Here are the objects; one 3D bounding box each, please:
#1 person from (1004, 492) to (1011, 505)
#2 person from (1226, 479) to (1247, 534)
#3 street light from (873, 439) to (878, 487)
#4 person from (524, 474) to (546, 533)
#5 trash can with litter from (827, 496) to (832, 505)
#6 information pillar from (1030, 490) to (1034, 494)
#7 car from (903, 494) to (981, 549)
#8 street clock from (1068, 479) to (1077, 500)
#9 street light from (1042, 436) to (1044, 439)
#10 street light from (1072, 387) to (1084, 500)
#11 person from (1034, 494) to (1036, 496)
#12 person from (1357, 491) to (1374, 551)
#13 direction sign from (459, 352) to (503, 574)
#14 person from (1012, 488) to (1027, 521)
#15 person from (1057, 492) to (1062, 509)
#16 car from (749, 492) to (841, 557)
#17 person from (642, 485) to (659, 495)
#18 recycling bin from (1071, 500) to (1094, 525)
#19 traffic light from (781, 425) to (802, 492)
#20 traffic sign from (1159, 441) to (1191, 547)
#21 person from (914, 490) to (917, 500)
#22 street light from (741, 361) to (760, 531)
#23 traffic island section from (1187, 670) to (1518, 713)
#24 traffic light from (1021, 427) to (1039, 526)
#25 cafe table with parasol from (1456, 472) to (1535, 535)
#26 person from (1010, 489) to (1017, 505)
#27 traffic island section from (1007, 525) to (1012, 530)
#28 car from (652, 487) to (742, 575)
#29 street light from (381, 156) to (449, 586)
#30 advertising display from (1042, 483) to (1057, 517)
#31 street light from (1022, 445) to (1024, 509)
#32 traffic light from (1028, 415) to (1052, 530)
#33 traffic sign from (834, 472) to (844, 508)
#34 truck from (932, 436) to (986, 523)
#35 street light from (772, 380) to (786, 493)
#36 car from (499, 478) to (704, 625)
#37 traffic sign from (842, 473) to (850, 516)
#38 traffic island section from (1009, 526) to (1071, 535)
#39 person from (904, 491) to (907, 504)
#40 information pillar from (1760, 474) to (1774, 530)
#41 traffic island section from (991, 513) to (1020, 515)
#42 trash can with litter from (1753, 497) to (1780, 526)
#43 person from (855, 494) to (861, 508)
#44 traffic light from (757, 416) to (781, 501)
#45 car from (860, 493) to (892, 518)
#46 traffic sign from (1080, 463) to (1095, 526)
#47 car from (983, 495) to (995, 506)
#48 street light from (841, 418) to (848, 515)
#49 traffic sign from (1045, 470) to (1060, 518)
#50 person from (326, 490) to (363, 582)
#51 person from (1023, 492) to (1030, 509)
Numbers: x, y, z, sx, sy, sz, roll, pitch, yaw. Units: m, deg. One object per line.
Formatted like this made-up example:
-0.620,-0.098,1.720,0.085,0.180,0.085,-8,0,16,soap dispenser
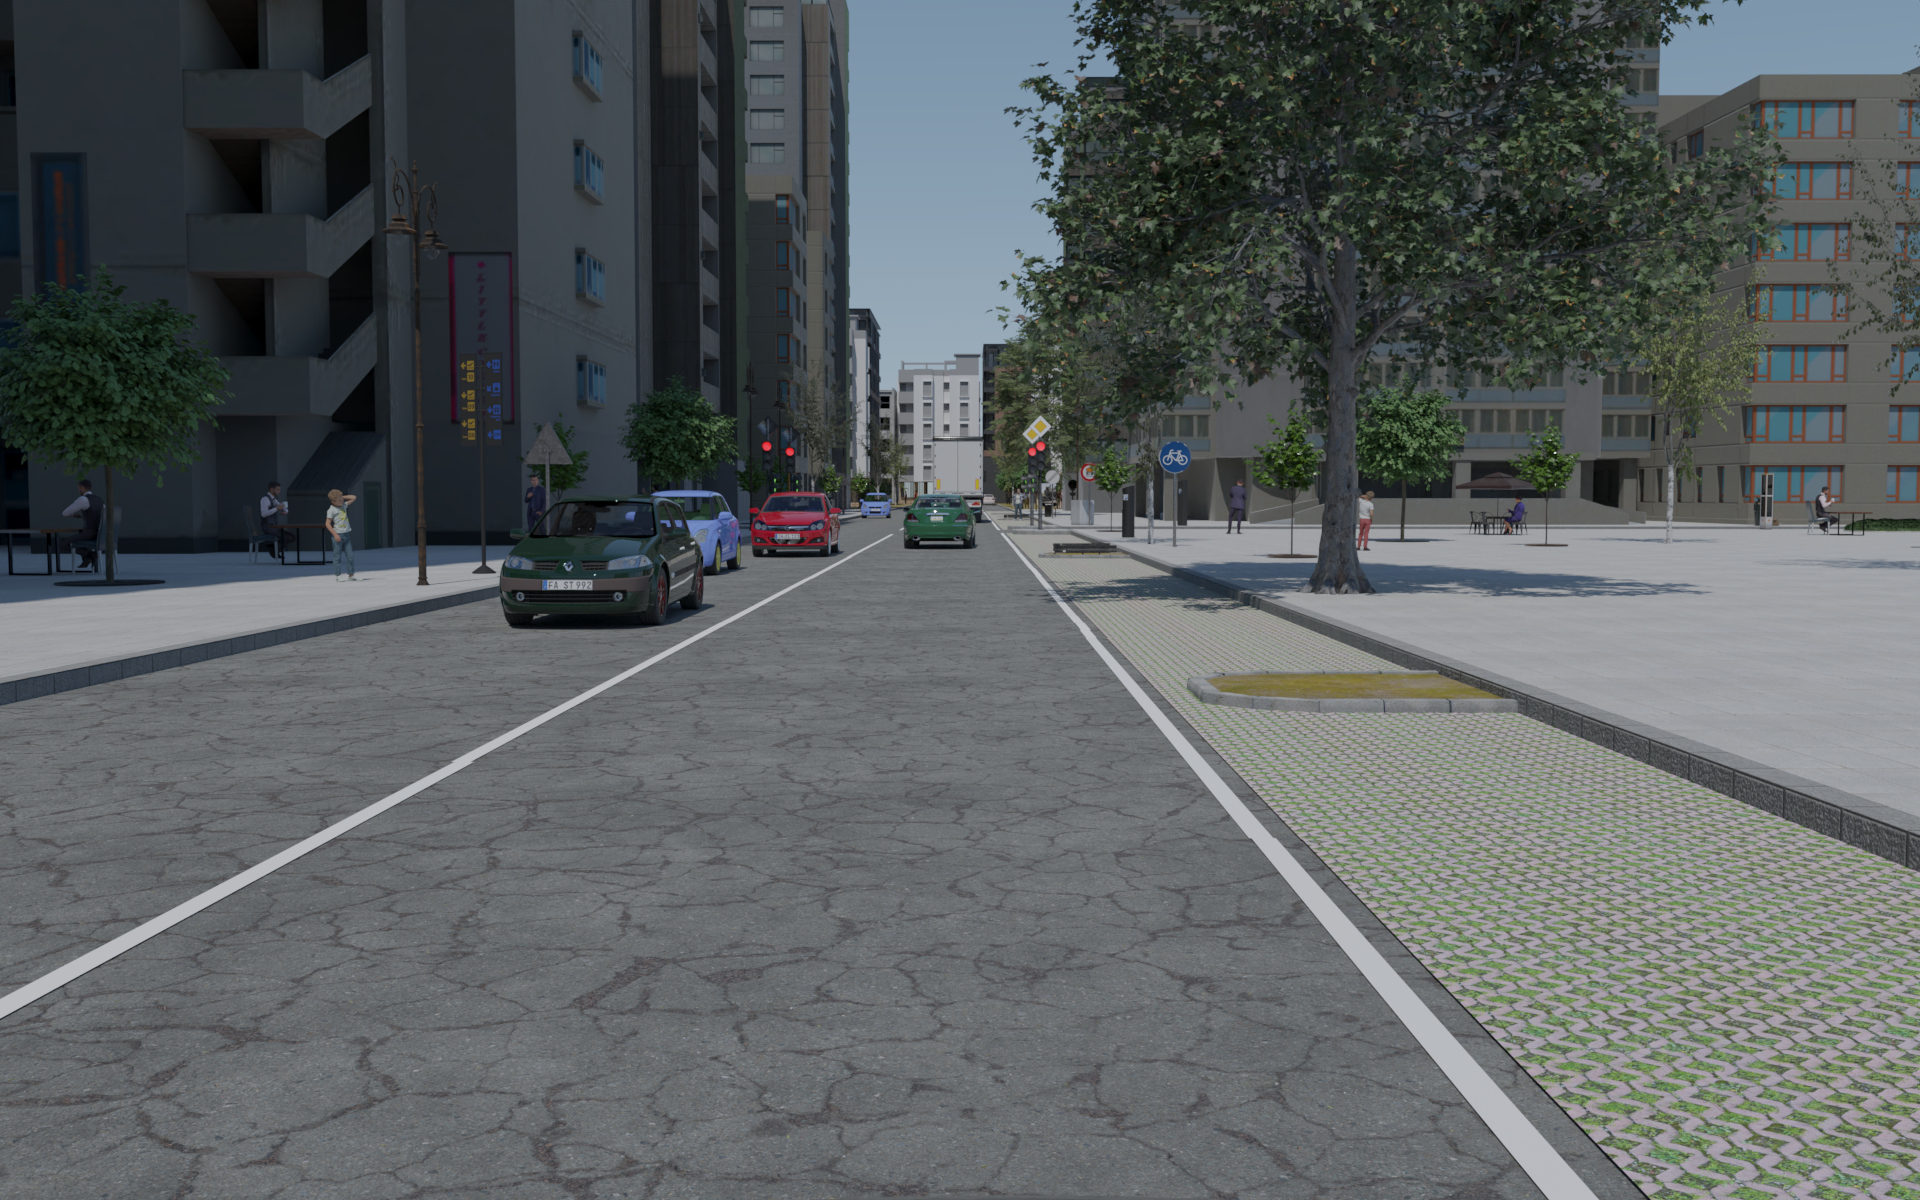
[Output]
5.966,-12.575,211.786,1.348,1.807,0.705,-1,4,-10,person
8.875,-3.001,55.553,0.683,1.767,0.568,1,4,16,person
-6.897,-10.343,141.889,0.468,5.910,1.993,0,4,0,street light
-9.343,-1.905,38.108,0.541,1.710,0.530,2,4,30,person
-7.206,-4.923,91.885,0.624,1.170,1.055,-2,4,-30,trash can with litter
5.689,-8.138,137.551,0.304,2.012,0.304,0,4,6,information pillar
-0.520,-2.145,46.877,2.131,1.459,4.920,0,4,2,car
5.591,-4.975,85.910,0.471,2.002,0.358,0,4,-2,street clock
5.133,-8.355,109.392,0.468,5.910,1.993,0,4,0,street light
5.038,-6.198,74.122,0.468,5.910,1.993,0,4,0,street light
6.793,-9.476,161.654,0.721,1.739,1.217,3,5,42,person
9.162,-1.790,39.217,0.435,1.345,0.340,2,4,25,person
-7.689,-2.194,27.875,0.876,3.537,0.379,2,4,27,direction sign
3.128,-5.076,92.219,0.841,1.734,0.376,2,4,26,person
8.455,-8.645,147.913,1.217,1.766,0.721,-2,4,-34,person
-3.847,-1.950,40.916,2.155,1.783,4.494,0,4,0,car
-11.212,-3.378,62.738,0.566,1.644,0.517,2,4,34,person
5.085,-3.626,71.845,0.722,1.027,0.722,-2,4,-31,recycling bin
-6.811,-4.953,69.907,0.839,4.253,0.868,0,4,0,traffic light
5.200,-2.558,41.922,0.768,2.556,0.104,0,4,6,traffic sign
-4.379,-9.884,170.045,0.705,1.831,1.348,-1,4,-8,person
-7.292,-5.357,60.377,0.468,5.910,1.993,0,4,0,street light
2.646,0.649,12.262,1.991,0.108,1.994,0,4,0,traffic island section
2.891,-4.951,69.877,0.839,4.253,0.868,0,4,0,traffic light
16.858,-3.022,54.281,2.610,1.966,2.610,1,4,11,cafe table with parasol
5.716,-10.605,179.448,1.348,1.823,0.705,-2,4,-27,person
2.931,-2.918,69.991,2.009,0.180,2.903,0,4,0,traffic island section
-5.059,-1.350,31.660,1.945,1.707,3.694,0,4,1,car
-7.549,-3.142,24.163,0.468,5.910,1.993,0,4,0,street light
4.891,-5.575,96.363,0.974,1.923,0.123,-1,4,-12,advertising display
5.258,-10.512,144.662,0.468,5.910,1.993,0,4,0,street light
2.852,-4.463,61.892,0.839,4.253,0.868,0,4,0,traffic light
-7.210,-6.225,101.885,0.768,2.556,0.104,1,4,10,traffic sign
-0.039,-6.165,89.715,2.839,4.237,11.283,0,4,1,truck
-7.341,-5.985,70.649,0.468,5.910,1.993,0,4,0,street light
-4.090,-0.635,20.175,2.009,1.686,4.222,0,4,1,car
-6.993,-6.323,103.378,0.884,2.594,0.081,1,4,9,traffic sign
2.892,-2.430,62.006,2.009,0.180,2.903,0,4,0,traffic island section
-7.095,-13.241,224.959,0.705,1.831,1.348,0,4,2,person
29.105,-3.547,62.484,0.304,2.012,0.304,-1,4,-14,information pillar
3.176,-6.039,121.599,1.991,0.108,1.994,0,4,0,traffic island section
32.497,-3.567,69.704,1.055,1.170,0.624,1,4,21,trash can with litter
-9.474,-9.529,162.558,0.721,1.735,1.217,-2,4,-34,person
-6.849,-4.465,61.922,0.839,4.253,0.868,0,4,0,traffic light
-4.986,-5.722,103.143,1.945,1.707,3.694,0,4,-1,car
5.279,-4.307,70.521,0.768,2.556,0.104,1,4,10,traffic sign
3.387,-12.266,212.902,2.083,1.381,4.827,0,4,0,car
-7.119,-8.143,105.919,0.468,5.910,1.993,0,4,0,street light
4.907,-5.611,91.843,0.768,2.556,0.104,0,4,6,traffic sign
-9.016,-0.942,25.358,0.340,1.345,0.435,1,4,19,person
5.720,-8.635,147.952,1.217,1.736,0.721,0,4,2,person
